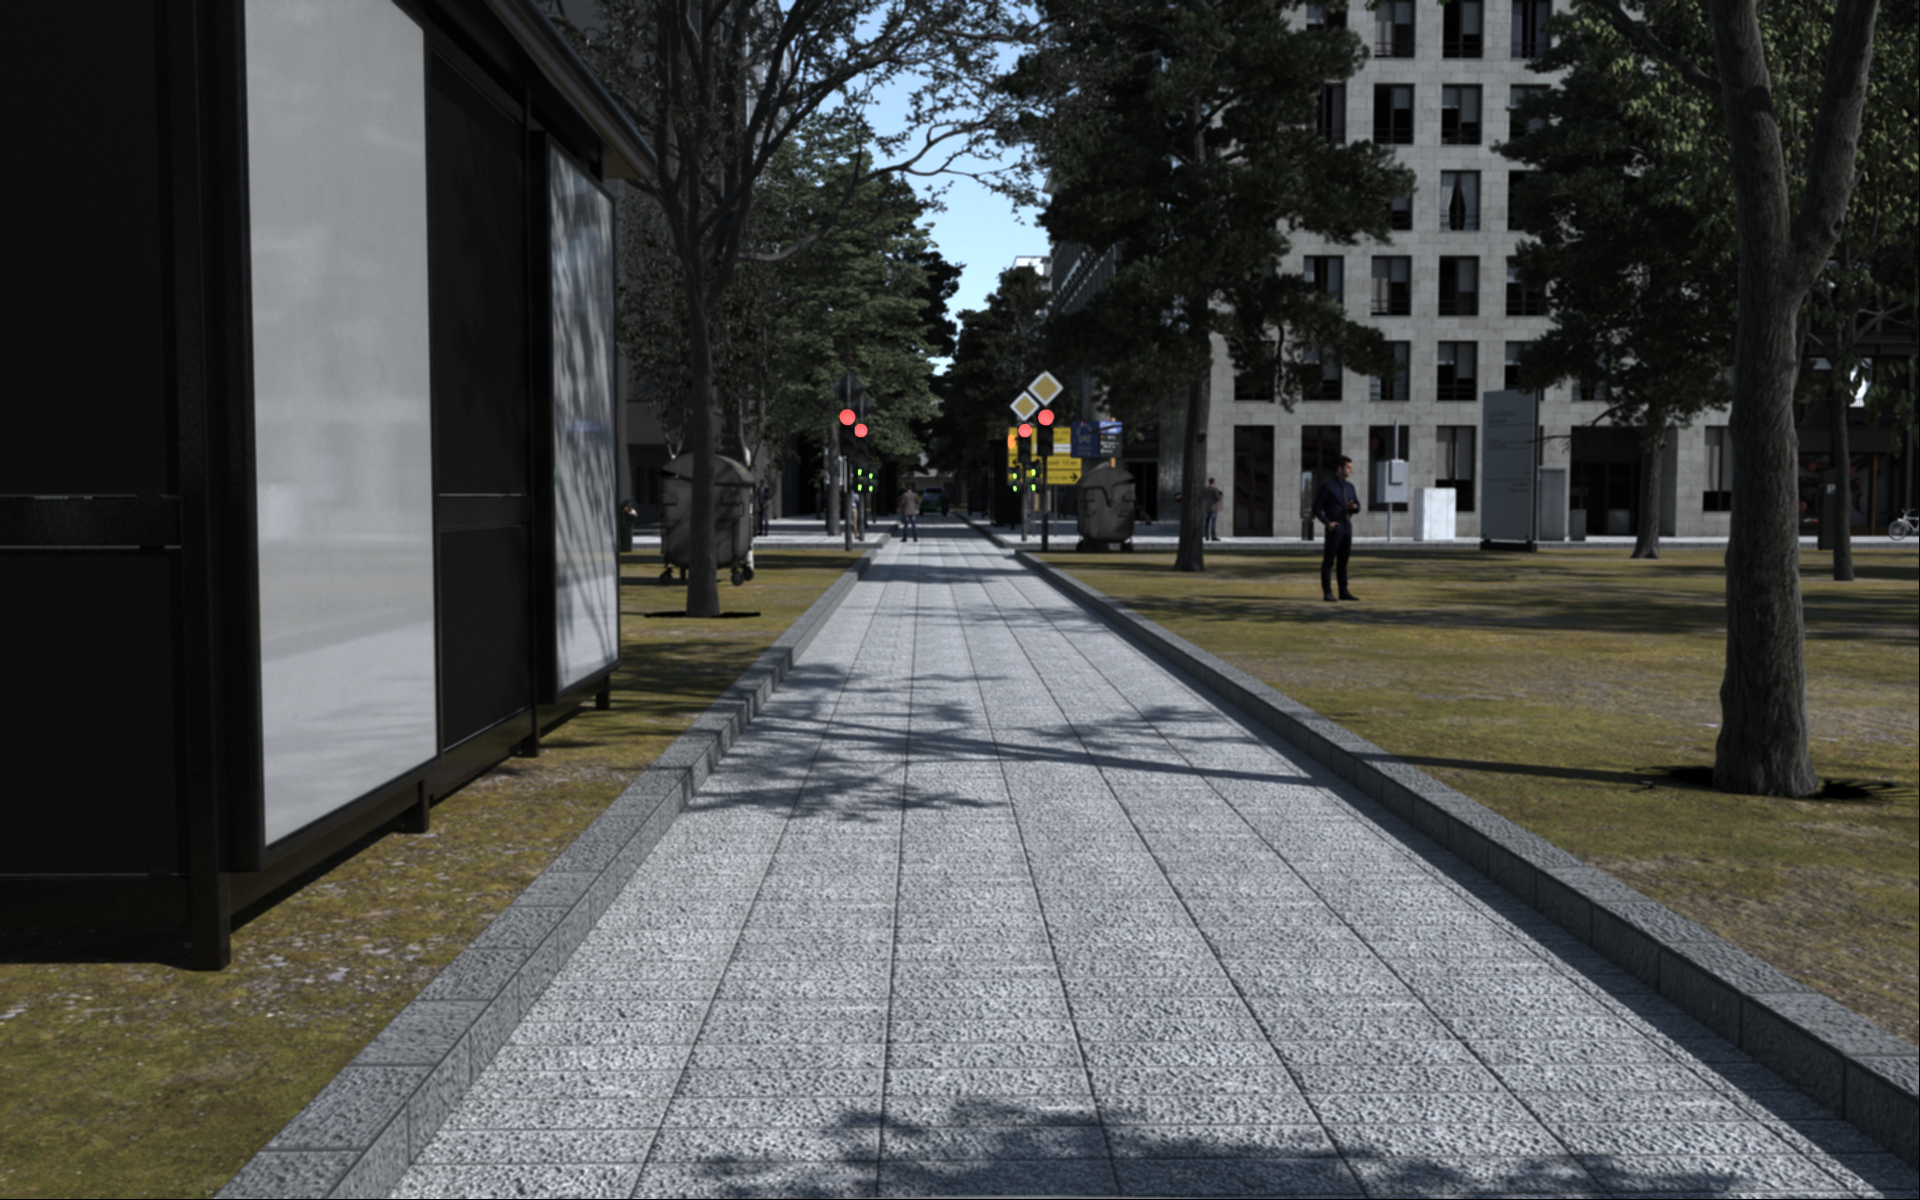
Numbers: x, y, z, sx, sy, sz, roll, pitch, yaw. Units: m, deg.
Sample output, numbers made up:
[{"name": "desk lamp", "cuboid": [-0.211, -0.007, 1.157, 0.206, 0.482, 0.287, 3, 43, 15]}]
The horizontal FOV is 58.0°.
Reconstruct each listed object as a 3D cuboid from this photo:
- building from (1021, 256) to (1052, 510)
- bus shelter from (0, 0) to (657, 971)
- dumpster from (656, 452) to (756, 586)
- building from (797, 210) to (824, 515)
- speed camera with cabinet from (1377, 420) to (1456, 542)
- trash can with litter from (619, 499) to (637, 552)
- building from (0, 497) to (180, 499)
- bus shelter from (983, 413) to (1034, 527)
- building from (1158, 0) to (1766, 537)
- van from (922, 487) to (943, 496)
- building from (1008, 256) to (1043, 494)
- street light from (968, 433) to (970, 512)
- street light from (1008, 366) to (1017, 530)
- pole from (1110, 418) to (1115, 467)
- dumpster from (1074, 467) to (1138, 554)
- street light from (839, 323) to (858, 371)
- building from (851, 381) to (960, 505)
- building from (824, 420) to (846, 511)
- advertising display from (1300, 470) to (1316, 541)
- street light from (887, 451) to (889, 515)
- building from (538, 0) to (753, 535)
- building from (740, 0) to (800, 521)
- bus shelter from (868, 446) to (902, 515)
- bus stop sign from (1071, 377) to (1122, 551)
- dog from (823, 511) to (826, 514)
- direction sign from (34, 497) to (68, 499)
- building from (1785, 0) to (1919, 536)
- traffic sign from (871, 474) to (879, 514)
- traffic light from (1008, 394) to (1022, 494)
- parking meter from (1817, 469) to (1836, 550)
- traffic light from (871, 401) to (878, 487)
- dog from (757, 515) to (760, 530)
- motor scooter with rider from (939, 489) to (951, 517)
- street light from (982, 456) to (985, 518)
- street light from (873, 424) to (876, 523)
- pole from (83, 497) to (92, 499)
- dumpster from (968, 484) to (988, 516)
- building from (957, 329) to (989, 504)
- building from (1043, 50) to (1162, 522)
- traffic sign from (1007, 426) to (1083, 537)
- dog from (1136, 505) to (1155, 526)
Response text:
[{"name": "building", "cuboid": [13.036, -17.549, 143.350, 16.016, 20.091, 11.380, 0, 4, -1]}, {"name": "bus shelter", "cuboid": [-2.807, -1.731, 5.933, 2.179, 5.291, 8.768, 0, 4, -1]}, {"name": "dumpster", "cuboid": [-3.634, -1.167, 24.838, 1.264, 1.857, 1.865, 0, 4, -1]}, {"name": "building", "cuboid": [-15.519, -17.327, 112.981, 12.332, 23.373, 15.834, 0, 4, -1]}, {"name": "speed camera with cabinet", "cuboid": [12.322, -3.206, 46.747, 2.038, 3.252, 0.660, -1, 4, -10]}, {"name": "trash can with litter", "cuboid": [-7.661, -1.629, 38.027, 1.055, 1.170, 0.624, -1, 4, -23]}, {"name": "building", "cuboid": [-34.931, -16.147, 57.505, 24.014, 27.812, 14.314, 0, 4, -1]}, {"name": "bus shelter", "cuboid": [2.094, -5.704, 70.885, 2.179, 5.291, 8.768, 0, 4, -1]}, {"name": "building", "cuboid": [15.573, -12.305, 55.942, 16.860, 20.320, 10.420, 0, 4, -1]}, {"name": "van", "cuboid": [-2.445, -9.585, 161.100, 2.240, 2.365, 5.245, 0, 4, -2]}, {"name": "building", "cuboid": [18.419, -19.663, 165.467, 27.936, 21.610, 32.646, 0, 4, -1]}, {"name": "street light", "cuboid": [0.625, -9.061, 120.939, 0.468, 5.910, 1.993, 0, 4, -1]}, {"name": "street light", "cuboid": [1.879, -5.429, 61.552, 0.468, 5.910, 1.993, 0, 4, -1]}, {"name": "pole", "cuboid": [4.045, -3.213, 46.379, 0.158, 3.312, 0.155, 0, 3, 0]}, {"name": "dumpster", "cuboid": [3.191, -1.963, 37.850, 1.264, 1.857, 1.865, 0, 4, -1]}, {"name": "street light", "cuboid": [-3.016, -4.533, 46.899, 0.468, 5.910, 1.993, 0, 4, -1]}, {"name": "building", "cuboid": [-15.939, -21.514, 218.204, 31.486, 18.905, 16.747, 0, 4, -1]}, {"name": "building", "cuboid": [-15.383, -13.648, 165.296, 9.099, 9.664, 28.070, 0, 4, -1]}, {"name": "advertising display", "cuboid": [9.582, -2.598, 47.687, 0.123, 1.923, 0.974, 0, 4, -7]}, {"name": "street light", "cuboid": [-4.363, -8.092, 105.083, 0.468, 5.910, 1.993, 0, 4, -1]}, {"name": "building", "cuboid": [-15.753, -16.443, 62.353, 14.314, 27.812, 24.014, 0, 4, -1]}, {"name": "building", "cuboid": [-14.863, -19.079, 89.428, 11.434, 29.767, 29.804, 0, 4, -1]}, {"name": "bus shelter", "cuboid": [-4.922, -8.199, 111.684, 2.179, 5.291, 8.768, 0, 4, -1]}, {"name": "bus stop sign", "cuboid": [3.097, -3.082, 39.400, 0.837, 3.901, 0.837, 3, 5, 43]}, {"name": "dog", "cuboid": [-8.718, -6.070, 113.626, 0.800, 0.831, 0.513, -1, 4, -12]}, {"name": "direction sign", "cuboid": [-24.849, -3.495, 45.913, 2.525, 3.948, 1.411, 0, 4, 7]}, {"name": "building", "cuboid": [31.882, -13.958, 57.895, 15.834, 23.373, 12.332, 0, 4, -1]}, {"name": "traffic sign", "cuboid": [-5.140, -6.406, 104.737, 0.884, 2.594, 0.081, 0, 4, 3]}, {"name": "traffic light", "cuboid": [1.720, -3.518, 46.769, 0.839, 4.213, 0.868, 0, 4, -1]}, {"name": "parking meter", "cuboid": [19.806, -2.068, 39.525, 0.399, 1.863, 0.255, 0, 4, 7]}, {"name": "traffic light", "cuboid": [-2.640, -3.512, 46.664, 0.839, 4.213, 0.868, 0, 4, -1]}, {"name": "dog", "cuboid": [-7.375, -2.891, 61.654, 0.800, 0.831, 0.513, -2, 4, -32]}, {"name": "motor scooter with rider", "cuboid": [-0.917, -6.153, 109.558, 0.876, 1.779, 1.986, 0, 4, -2]}, {"name": "street light", "cuboid": [1.235, -7.282, 91.845, 0.468, 5.910, 1.993, 0, 4, -1]}, {"name": "street light", "cuboid": [-3.768, -6.312, 75.990, 0.468, 5.910, 1.993, 0, 4, -1]}, {"name": "pole", "cuboid": [-23.256, -3.199, 46.151, 0.158, 3.312, 0.155, 0, 3, 0]}, {"name": "dumpster", "cuboid": [1.096, -5.891, 102.082, 1.264, 1.857, 1.865, 0, 4, -1]}, {"name": "building", "cuboid": [16.166, -23.305, 225.015, 32.646, 21.610, 27.936, 0, 4, -1]}, {"name": "building", "cuboid": [14.691, -19.786, 99.919, 17.030, 29.872, 44.131, 0, 4, -1]}, {"name": "traffic sign", "cuboid": [2.535, -3.536, 51.682, 2.265, 3.308, 0.079, 0, 4, -1]}, {"name": "dog", "cuboid": [7.653, -3.457, 70.909, 0.513, 0.831, 0.800, -3, 5, -44]}]
